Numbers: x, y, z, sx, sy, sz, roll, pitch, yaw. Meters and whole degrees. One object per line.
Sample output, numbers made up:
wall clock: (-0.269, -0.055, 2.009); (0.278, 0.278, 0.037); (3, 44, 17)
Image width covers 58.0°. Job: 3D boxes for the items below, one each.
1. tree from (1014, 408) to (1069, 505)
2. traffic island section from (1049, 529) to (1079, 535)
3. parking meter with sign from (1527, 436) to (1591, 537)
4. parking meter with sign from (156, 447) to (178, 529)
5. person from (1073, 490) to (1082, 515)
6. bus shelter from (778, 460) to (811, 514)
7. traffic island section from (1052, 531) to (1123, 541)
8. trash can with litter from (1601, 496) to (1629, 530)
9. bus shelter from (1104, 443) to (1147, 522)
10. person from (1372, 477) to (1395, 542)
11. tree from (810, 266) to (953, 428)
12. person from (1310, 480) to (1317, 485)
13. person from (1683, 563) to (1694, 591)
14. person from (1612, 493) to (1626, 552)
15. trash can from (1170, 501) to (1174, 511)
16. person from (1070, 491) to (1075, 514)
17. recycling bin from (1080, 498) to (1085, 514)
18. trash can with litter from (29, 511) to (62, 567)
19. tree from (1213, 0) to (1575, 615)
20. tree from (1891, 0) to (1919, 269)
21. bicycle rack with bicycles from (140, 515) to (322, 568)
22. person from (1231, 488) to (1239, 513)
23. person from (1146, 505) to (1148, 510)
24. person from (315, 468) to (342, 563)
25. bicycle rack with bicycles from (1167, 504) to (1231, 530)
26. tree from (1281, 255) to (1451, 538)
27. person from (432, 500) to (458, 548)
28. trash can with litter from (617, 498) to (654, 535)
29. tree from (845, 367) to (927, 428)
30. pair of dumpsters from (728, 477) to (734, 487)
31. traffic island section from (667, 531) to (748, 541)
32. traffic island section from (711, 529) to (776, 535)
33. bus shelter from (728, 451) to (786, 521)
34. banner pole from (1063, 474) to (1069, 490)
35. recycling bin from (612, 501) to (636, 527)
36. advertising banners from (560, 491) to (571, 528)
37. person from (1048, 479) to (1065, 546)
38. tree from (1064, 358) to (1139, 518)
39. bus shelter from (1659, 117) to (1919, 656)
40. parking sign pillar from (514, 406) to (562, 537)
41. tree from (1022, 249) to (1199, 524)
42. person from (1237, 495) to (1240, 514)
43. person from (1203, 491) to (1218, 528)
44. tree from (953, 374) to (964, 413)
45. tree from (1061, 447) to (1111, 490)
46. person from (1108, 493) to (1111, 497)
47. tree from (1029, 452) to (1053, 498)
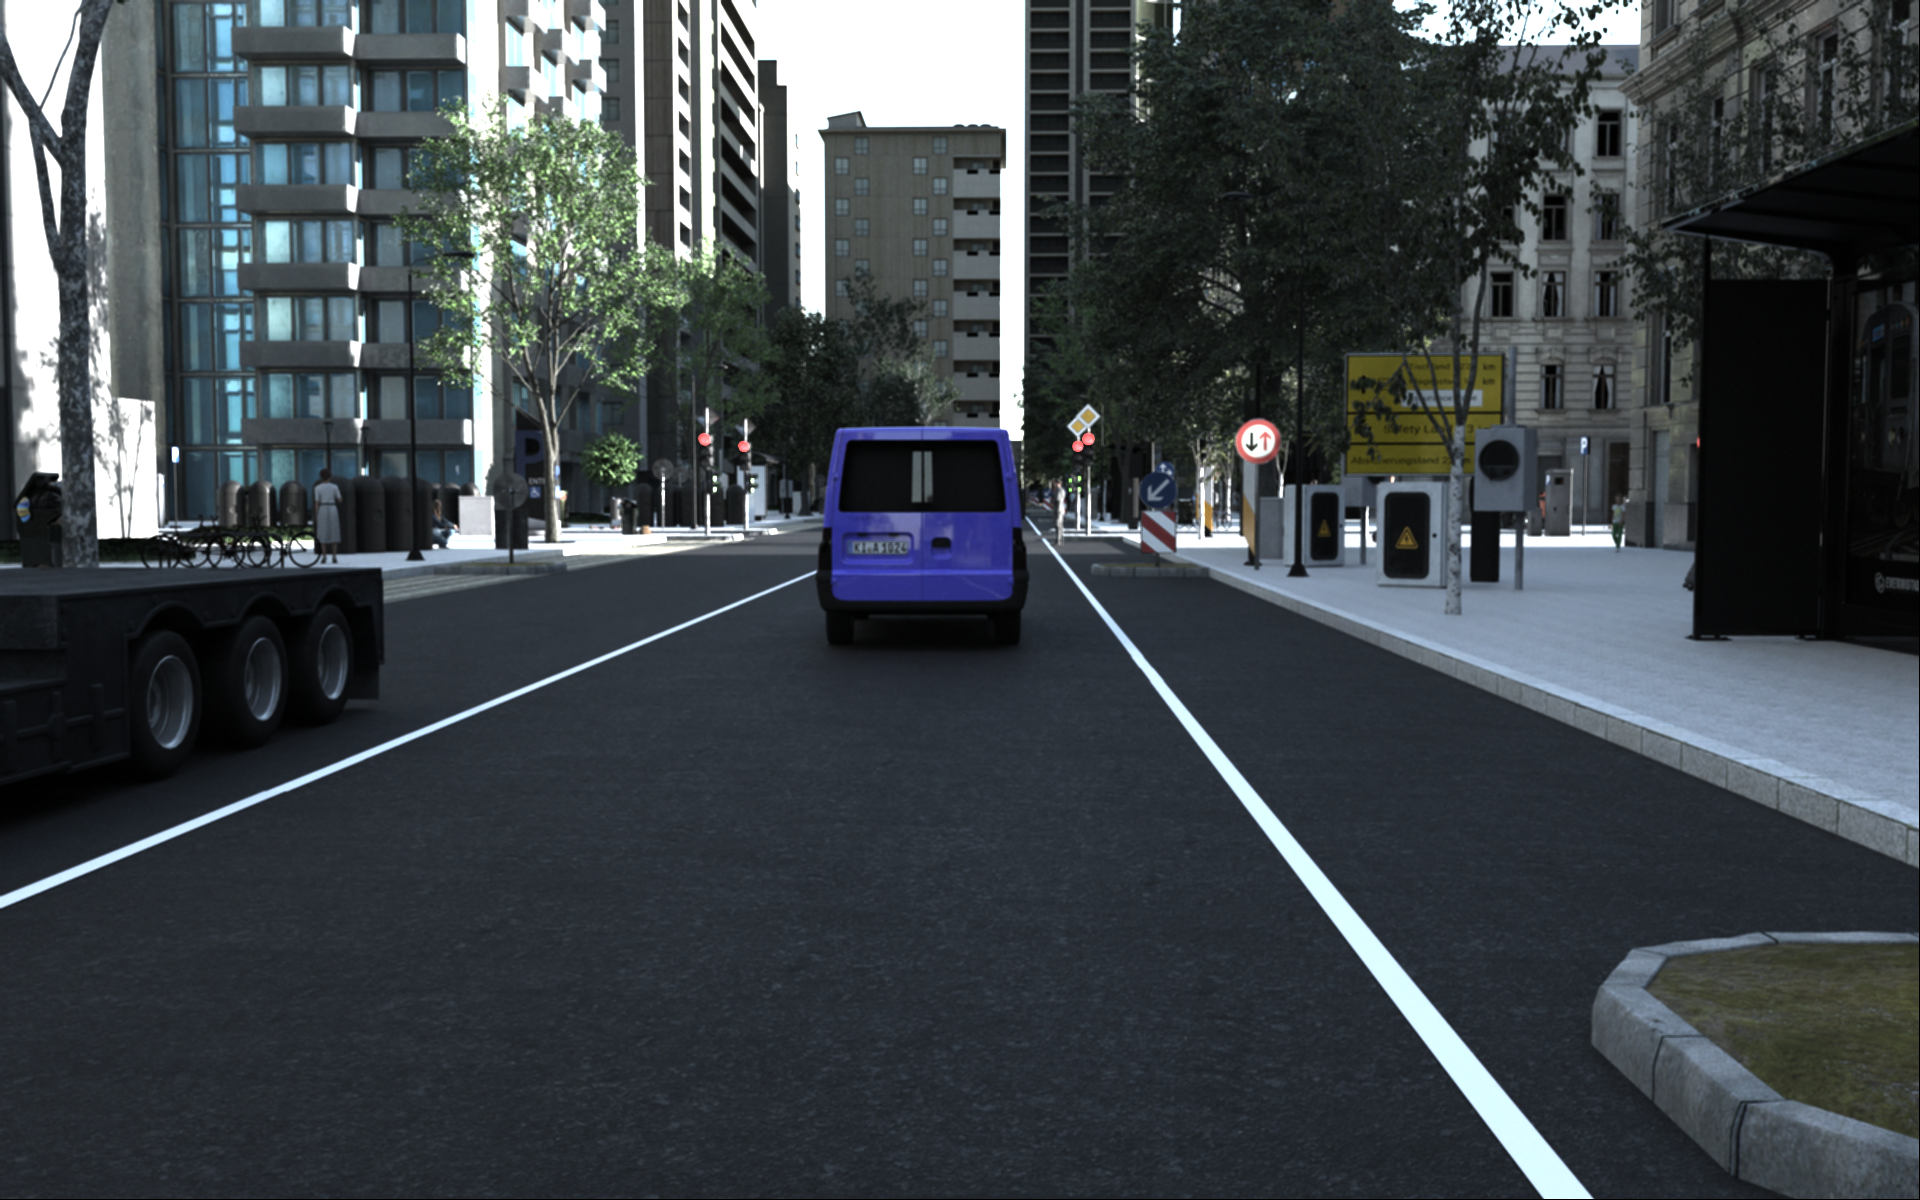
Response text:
tree: (10.801, -17.798, 208.004); (9.611, 12.733, 9.660); (0, 3, 0)
traffic island section: (4.215, -2.425, 61.936); (2.009, 0.180, 2.903); (0, 4, 2)
parking meter with sign: (18.113, -3.437, 52.463); (1.738, 3.016, 0.543); (0, 4, -4)
parking meter with sign: (-30.092, -4.176, 64.542); (1.738, 3.016, 0.543); (0, 4, -3)
person: (7.082, -5.940, 103.758); (0.643, 1.750, 0.593); (-1, 4, -16)
bus shelter: (-11.024, -7.662, 116.552); (1.731, 3.624, 6.357); (0, 4, 2)
traffic island section: (3.995, -1.937, 53.954); (2.009, 0.180, 2.903); (0, 4, 2)
trash can with litter: (24.026, -3.194, 63.272); (2.233, 1.210, 1.678); (-3, 5, -41)
bus shelter: (7.865, -5.574, 82.420); (1.731, 3.624, 6.357); (0, 4, 2)
person: (11.308, -2.442, 45.882); (0.836, 1.842, 0.656); (2, 4, 32)
tree: (-8.499, -17.808, 147.053); (12.611, 20.169, 13.585); (0, 3, 0)
person: (12.757, -3.477, 63.068); (0.592, 1.802, 0.473); (-1, 4, -22)
person: (10.361, -1.021, 22.948); (1.509, 1.804, 0.699); (0, 4, -2)
person: (14.710, -1.736, 38.682); (0.306, 1.304, 0.590); (2, 4, 28)
trash can: (9.236, -4.017, 77.325); (0.748, 1.137, 0.748); (0, 3, 0)
person: (7.445, -6.441, 113.169); (0.589, 1.601, 0.330); (2, 4, 34)
recycling bin: (7.772, -6.004, 110.726); (0.722, 1.027, 0.722); (0, 4, -3)
trash can with litter: (-12.596, -0.772, 24.014); (1.055, 1.170, 0.624); (0, 4, -1)
tree: (5.156, -4.165, 18.457); (4.360, 8.622, 3.978); (0, 3, 0)
tree: (10.633, -4.207, 19.141); (4.360, 8.622, 3.978); (0, 3, 0)
bicycle rack with bicycles: (-12.500, -0.998, 29.706); (2.925, 0.926, 2.852); (-2, 4, -28)
person: (18.212, -6.569, 114.455); (0.512, 1.701, 0.522); (-1, 4, -19)
person: (15.169, -8.007, 140.187); (0.697, 1.427, 0.421); (-1, 4, -12)
person: (-11.705, -1.559, 32.101); (0.480, 1.755, 0.524); (-2, 4, -24)
bicycle rack with bicycles: (8.158, -2.987, 62.216); (2.852, 0.926, 2.925); (-1, 4, -13)
tree: (12.075, -6.116, 50.354); (4.737, 8.622, 4.395); (0, 3, 0)
person: (-12.186, -1.794, 40.872); (0.738, 1.151, 1.012); (1, 4, 11)
trash can with litter: (-10.210, -2.634, 54.456); (1.055, 1.170, 0.624); (-3, 4, -38)
tree: (-7.603, -16.401, 174.809); (9.857, 13.997, 8.962); (0, 3, 0)
pair of dumpsters: (-11.785, -5.338, 89.771); (1.574, 2.255, 4.437); (0, 4, 1)
traffic island section: (-7.941, -1.958, 54.286); (2.009, 0.180, 2.903); (0, 4, 2)
traffic island section: (-7.721, -2.446, 62.269); (2.009, 0.180, 2.903); (0, 4, 2)
bus shelter: (-9.830, -5.528, 84.314); (2.014, 3.302, 5.546); (0, 4, 2)
banner pole: (8.555, -8.989, 136.988); (0.863, 3.779, 0.401); (1, 4, 13)
recycling bin: (-12.935, -3.311, 66.695); (0.722, 1.027, 0.722); (1, 4, 16)
advertising banners: (-15.461, -4.186, 64.628); (0.090, 3.025, 2.074); (3, 5, 45)
person: (2.636, -2.408, 47.684); (0.447, 1.846, 0.655); (1, 4, 18)
tree: (7.729, -8.725, 93.012); (4.737, 8.622, 4.395); (0, 3, 0)
bus shelter: (6.867, -1.274, 12.110); (1.731, 3.624, 6.357); (0, 4, 1)
parking sign pillar: (-12.887, -3.930, 52.734); (1.447, 3.967, 1.447); (0, 4, 5)
tree: (6.999, -9.091, 74.389); (9.928, 11.665, 9.643); (0, 3, 0)
person: (18.172, -6.470, 112.024); (0.583, 1.804, 0.606); (2, 4, 24)
person: (9.306, -3.579, 64.903); (0.721, 1.781, 0.623); (1, 4, 12)
tree: (-4.724, -21.936, 214.545); (12.611, 20.169, 13.585); (0, 3, 0)
tree: (7.328, -7.125, 100.206); (4.285, 4.588, 4.351); (0, 3, 0)
person: (16.186, -10.829, 186.328); (0.697, 1.427, 0.421); (-2, 4, -25)
tree: (10.143, -14.984, 195.347); (4.737, 8.622, 4.395); (0, 3, 0)
